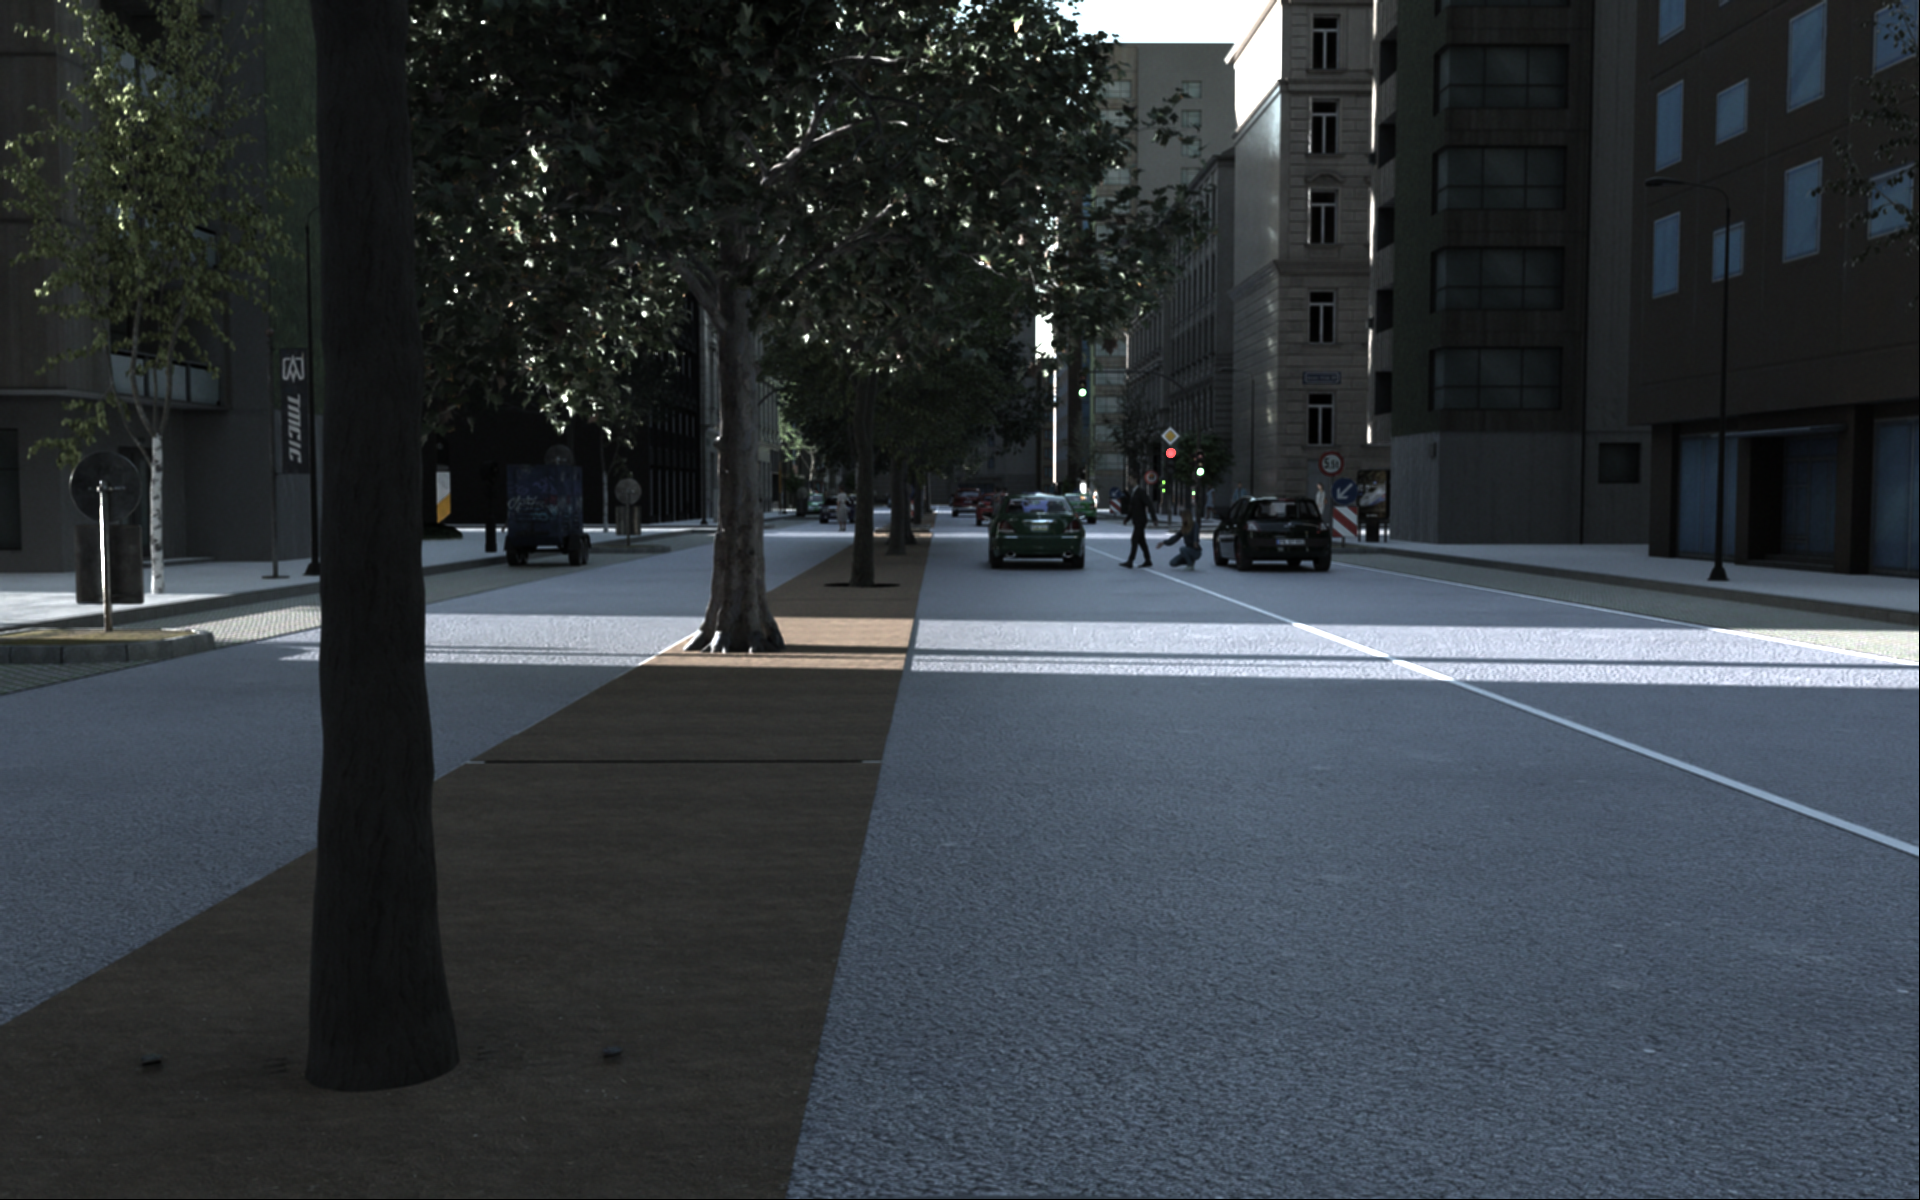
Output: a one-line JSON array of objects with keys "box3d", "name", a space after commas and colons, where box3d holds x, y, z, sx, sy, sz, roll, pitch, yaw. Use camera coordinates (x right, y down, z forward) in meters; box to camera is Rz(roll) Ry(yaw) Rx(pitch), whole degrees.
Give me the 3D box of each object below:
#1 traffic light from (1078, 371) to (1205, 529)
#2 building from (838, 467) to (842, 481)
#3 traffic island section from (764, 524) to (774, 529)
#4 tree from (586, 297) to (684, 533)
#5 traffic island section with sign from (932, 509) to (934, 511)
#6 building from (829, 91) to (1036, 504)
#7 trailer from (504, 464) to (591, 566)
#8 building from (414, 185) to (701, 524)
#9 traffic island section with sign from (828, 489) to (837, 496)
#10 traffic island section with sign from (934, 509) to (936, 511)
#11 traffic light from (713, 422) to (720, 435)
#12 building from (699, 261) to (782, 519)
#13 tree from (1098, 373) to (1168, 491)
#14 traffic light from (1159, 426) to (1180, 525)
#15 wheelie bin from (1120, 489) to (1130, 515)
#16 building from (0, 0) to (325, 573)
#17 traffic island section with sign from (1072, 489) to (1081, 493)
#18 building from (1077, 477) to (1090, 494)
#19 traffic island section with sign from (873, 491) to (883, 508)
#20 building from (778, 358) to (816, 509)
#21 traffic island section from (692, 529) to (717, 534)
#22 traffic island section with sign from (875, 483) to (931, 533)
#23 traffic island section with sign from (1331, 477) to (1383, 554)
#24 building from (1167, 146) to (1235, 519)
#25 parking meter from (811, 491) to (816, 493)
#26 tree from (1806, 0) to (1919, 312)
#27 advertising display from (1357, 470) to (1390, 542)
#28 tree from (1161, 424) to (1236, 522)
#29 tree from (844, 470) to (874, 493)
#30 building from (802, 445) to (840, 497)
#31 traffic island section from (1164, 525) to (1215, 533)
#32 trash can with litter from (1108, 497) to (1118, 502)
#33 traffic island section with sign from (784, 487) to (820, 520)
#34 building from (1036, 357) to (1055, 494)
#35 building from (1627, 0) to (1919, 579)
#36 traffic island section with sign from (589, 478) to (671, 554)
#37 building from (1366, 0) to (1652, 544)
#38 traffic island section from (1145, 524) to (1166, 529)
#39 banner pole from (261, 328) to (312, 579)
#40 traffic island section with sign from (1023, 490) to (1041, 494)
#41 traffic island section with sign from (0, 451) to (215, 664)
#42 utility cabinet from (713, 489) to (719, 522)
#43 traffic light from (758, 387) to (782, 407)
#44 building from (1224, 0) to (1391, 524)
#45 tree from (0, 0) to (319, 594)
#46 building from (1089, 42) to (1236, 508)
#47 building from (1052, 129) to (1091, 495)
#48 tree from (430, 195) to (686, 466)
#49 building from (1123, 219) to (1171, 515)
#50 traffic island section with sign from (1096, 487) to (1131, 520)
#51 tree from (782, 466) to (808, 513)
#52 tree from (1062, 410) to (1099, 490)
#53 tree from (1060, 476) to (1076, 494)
[{"box3d": [6.702, -5.454, 63.843, 4.771, 5.953, 1.251, 0, 4, -1], "name": "traffic light"}, {"box3d": [-21.703, -27.012, 213.352, 14.107, 30.474, 14.160, 0, 4, -1], "name": "building"}, {"box3d": [-8.795, -3.036, 71.920, 2.009, 0.180, 2.903, 0, 4, -1], "name": "traffic island section"}, {"box3d": [-11.560, -6.548, 57.418, 4.360, 8.622, 3.978, 0, 3, 0], "name": "tree"}, {"box3d": [-2.200, -3.885, 71.648, 2.006, 1.907, 1.989, 0, 4, -1], "name": "traffic island section with sign"}, {"box3d": [-3.890, -42.843, 242.482, 28.212, 58.520, 21.231, 0, 4, -1], "name": "building"}, {"box3d": [-8.226, -1.645, 33.950, 1.471, 1.999, 3.904, 0, 4, -2], "name": "trailer"}, {"box3d": [-19.421, -15.352, 80.684, 12.332, 23.373, 15.834, 0, 4, -1], "name": "building"}, {"box3d": [-9.039, -7.025, 123.479, 1.989, 1.847, 2.006, 0, 4, -1], "name": "traffic island section with sign"}, {"box3d": [-3.031, -8.480, 146.782, 2.006, 1.907, 1.989, 0, 4, -1], "name": "traffic island section with sign"}, {"box3d": [-8.668, -4.580, 63.801, 0.839, 4.253, 0.868, 0, 4, -1], "name": "traffic light"}, {"box3d": [-21.300, -20.437, 110.561, 17.030, 29.872, 44.131, 0, 4, -1], "name": "building"}, {"box3d": [10.398, -9.335, 102.983, 4.360, 8.622, 3.978, 0, 3, 0], "name": "tree"}, {"box3d": [8.705, -5.081, 71.992, 0.839, 4.253, 0.868, 0, 4, -1], "name": "traffic light"}, {"box3d": [10.257, -6.098, 107.614, 0.693, 1.594, 0.980, 1, 4, 13], "name": "wheelie bin"}, {"box3d": [-19.972, -21.178, 29.862, 14.154, 41.232, 14.086, 0, 4, -1], "name": "building"}, {"box3d": [8.180, -7.035, 123.657, 1.989, 1.847, 2.006, 0, 4, -1], "name": "traffic island section with sign"}, {"box3d": [28.708, -29.853, 179.971, 32.217, 40.220, 23.993, 0, 4, -1], "name": "building"}, {"box3d": [-9.876, -11.743, 200.631, 1.989, 1.847, 2.006, 0, 4, -1], "name": "traffic island section with sign"}, {"box3d": [-25.084, -30.974, 161.052, 22.147, 44.769, 28.867, 0, 4, -1], "name": "building"}, {"box3d": [-8.708, -2.548, 63.936, 2.009, 0.180, 2.903, 0, 4, -1], "name": "traffic island section"}, {"box3d": [-2.129, -3.431, 64.241, 2.006, 1.907, 1.989, 0, 4, -1], "name": "traffic island section with sign"}, {"box3d": [9.071, -2.050, 42.149, 1.989, 1.847, 2.006, 0, 4, -1], "name": "traffic island section with sign"}, {"box3d": [17.648, -15.208, 97.807, 9.793, 20.994, 18.267, 0, 4, -1], "name": "building"}, {"box3d": [-11.262, -7.632, 133.200, 0.372, 1.533, 0.369, 0, 3, 0], "name": "parking meter"}, {"box3d": [11.605, -4.161, 18.398, 4.360, 8.622, 3.978, 0, 3, 0], "name": "tree"}, {"box3d": [11.013, -2.506, 46.192, 0.123, 1.923, 0.974, -3, 5, -39], "name": "advertising display"}, {"box3d": [10.918, -5.831, 79.052, 4.285, 4.588, 4.351, 0, 3, 0], "name": "tree"}, {"box3d": [-12.716, -14.586, 222.197, 4.285, 4.588, 4.351, 0, 3, 0], "name": "tree"}, {"box3d": [-27.909, -21.151, 190.864, 27.650, 21.520, 28.899, 0, 4, -1], "name": "building"}, {"box3d": [8.833, -2.559, 64.122, 2.009, 0.180, 2.903, 0, 4, -1], "name": "traffic island section"}, {"box3d": [10.170, -6.325, 114.805, 0.624, 1.170, 1.055, 1, 4, 16], "name": "trash can with litter"}, {"box3d": [-8.741, -5.376, 96.526, 1.989, 1.847, 2.006, 0, 4, -1], "name": "traffic island section with sign"}, {"box3d": [25.338, -24.535, 246.188, 28.899, 21.520, 27.650, 0, 4, -1], "name": "building"}, {"box3d": [20.828, -23.096, 27.726, 14.600, 45.320, 14.200, 0, 4, -1], "name": "building"}, {"box3d": [-8.150, -2.065, 42.395, 1.989, 1.847, 2.006, 0, 4, -1], "name": "traffic island section with sign"}, {"box3d": [19.154, -17.038, 50.275, 14.160, 30.474, 14.107, 0, 4, -1], "name": "building"}, {"box3d": [8.745, -3.047, 72.106, 2.009, 0.180, 2.903, 0, 4, -1], "name": "traffic island section"}, {"box3d": [-10.211, -2.216, 26.242, 0.863, 3.779, 0.401, 1, 4, 13], "name": "banner pole"}, {"box3d": [7.644, -10.106, 173.855, 1.989, 1.847, 2.006, 0, 4, -1], "name": "traffic island section with sign"}, {"box3d": [-7.854, -0.417, 15.441, 1.989, 1.847, 2.006, 0, 4, -1], "name": "traffic island section with sign"}, {"box3d": [-10.825, -4.220, 77.678, 0.318, 1.500, 1.173, 0, 4, 1], "name": "utility cabinet"}, {"box3d": [-6.664, -5.944, 71.844, 4.771, 5.953, 1.251, 0, 4, -1], "name": "traffic light"}, {"box3d": [25.502, -17.226, 78.901, 25.104, 27.353, 12.463, 0, 4, -1], "name": "building"}, {"box3d": [-10.424, -4.403, 22.352, 4.737, 8.622, 4.395, 0, 3, 0], "name": "tree"}, {"box3d": [18.977, -29.189, 160.830, 14.154, 41.232, 14.086, 0, 4, -1], "name": "building"}, {"box3d": [18.779, -34.438, 213.168, 14.600, 45.320, 14.200, 0, 4, -1], "name": "building"}, {"box3d": [-11.362, -7.058, 49.813, 7.601, 10.594, 8.767, 0, 4, 4], "name": "tree"}, {"box3d": [16.757, -16.899, 127.215, 10.553, 20.767, 40.483, 0, 4, -1], "name": "building"}, {"box3d": [8.485, -5.387, 96.704, 1.989, 1.847, 2.006, 0, 4, -1], "name": "traffic island section with sign"}, {"box3d": [-11.512, -7.607, 118.976, 1.663, 3.219, 1.824, 0, 3, 0], "name": "tree"}, {"box3d": [10.925, -12.234, 150.389, 4.360, 8.622, 3.978, 0, 3, 0], "name": "tree"}, {"box3d": [10.106, -10.443, 165.345, 1.663, 3.219, 1.824, 0, 3, 0], "name": "tree"}]
